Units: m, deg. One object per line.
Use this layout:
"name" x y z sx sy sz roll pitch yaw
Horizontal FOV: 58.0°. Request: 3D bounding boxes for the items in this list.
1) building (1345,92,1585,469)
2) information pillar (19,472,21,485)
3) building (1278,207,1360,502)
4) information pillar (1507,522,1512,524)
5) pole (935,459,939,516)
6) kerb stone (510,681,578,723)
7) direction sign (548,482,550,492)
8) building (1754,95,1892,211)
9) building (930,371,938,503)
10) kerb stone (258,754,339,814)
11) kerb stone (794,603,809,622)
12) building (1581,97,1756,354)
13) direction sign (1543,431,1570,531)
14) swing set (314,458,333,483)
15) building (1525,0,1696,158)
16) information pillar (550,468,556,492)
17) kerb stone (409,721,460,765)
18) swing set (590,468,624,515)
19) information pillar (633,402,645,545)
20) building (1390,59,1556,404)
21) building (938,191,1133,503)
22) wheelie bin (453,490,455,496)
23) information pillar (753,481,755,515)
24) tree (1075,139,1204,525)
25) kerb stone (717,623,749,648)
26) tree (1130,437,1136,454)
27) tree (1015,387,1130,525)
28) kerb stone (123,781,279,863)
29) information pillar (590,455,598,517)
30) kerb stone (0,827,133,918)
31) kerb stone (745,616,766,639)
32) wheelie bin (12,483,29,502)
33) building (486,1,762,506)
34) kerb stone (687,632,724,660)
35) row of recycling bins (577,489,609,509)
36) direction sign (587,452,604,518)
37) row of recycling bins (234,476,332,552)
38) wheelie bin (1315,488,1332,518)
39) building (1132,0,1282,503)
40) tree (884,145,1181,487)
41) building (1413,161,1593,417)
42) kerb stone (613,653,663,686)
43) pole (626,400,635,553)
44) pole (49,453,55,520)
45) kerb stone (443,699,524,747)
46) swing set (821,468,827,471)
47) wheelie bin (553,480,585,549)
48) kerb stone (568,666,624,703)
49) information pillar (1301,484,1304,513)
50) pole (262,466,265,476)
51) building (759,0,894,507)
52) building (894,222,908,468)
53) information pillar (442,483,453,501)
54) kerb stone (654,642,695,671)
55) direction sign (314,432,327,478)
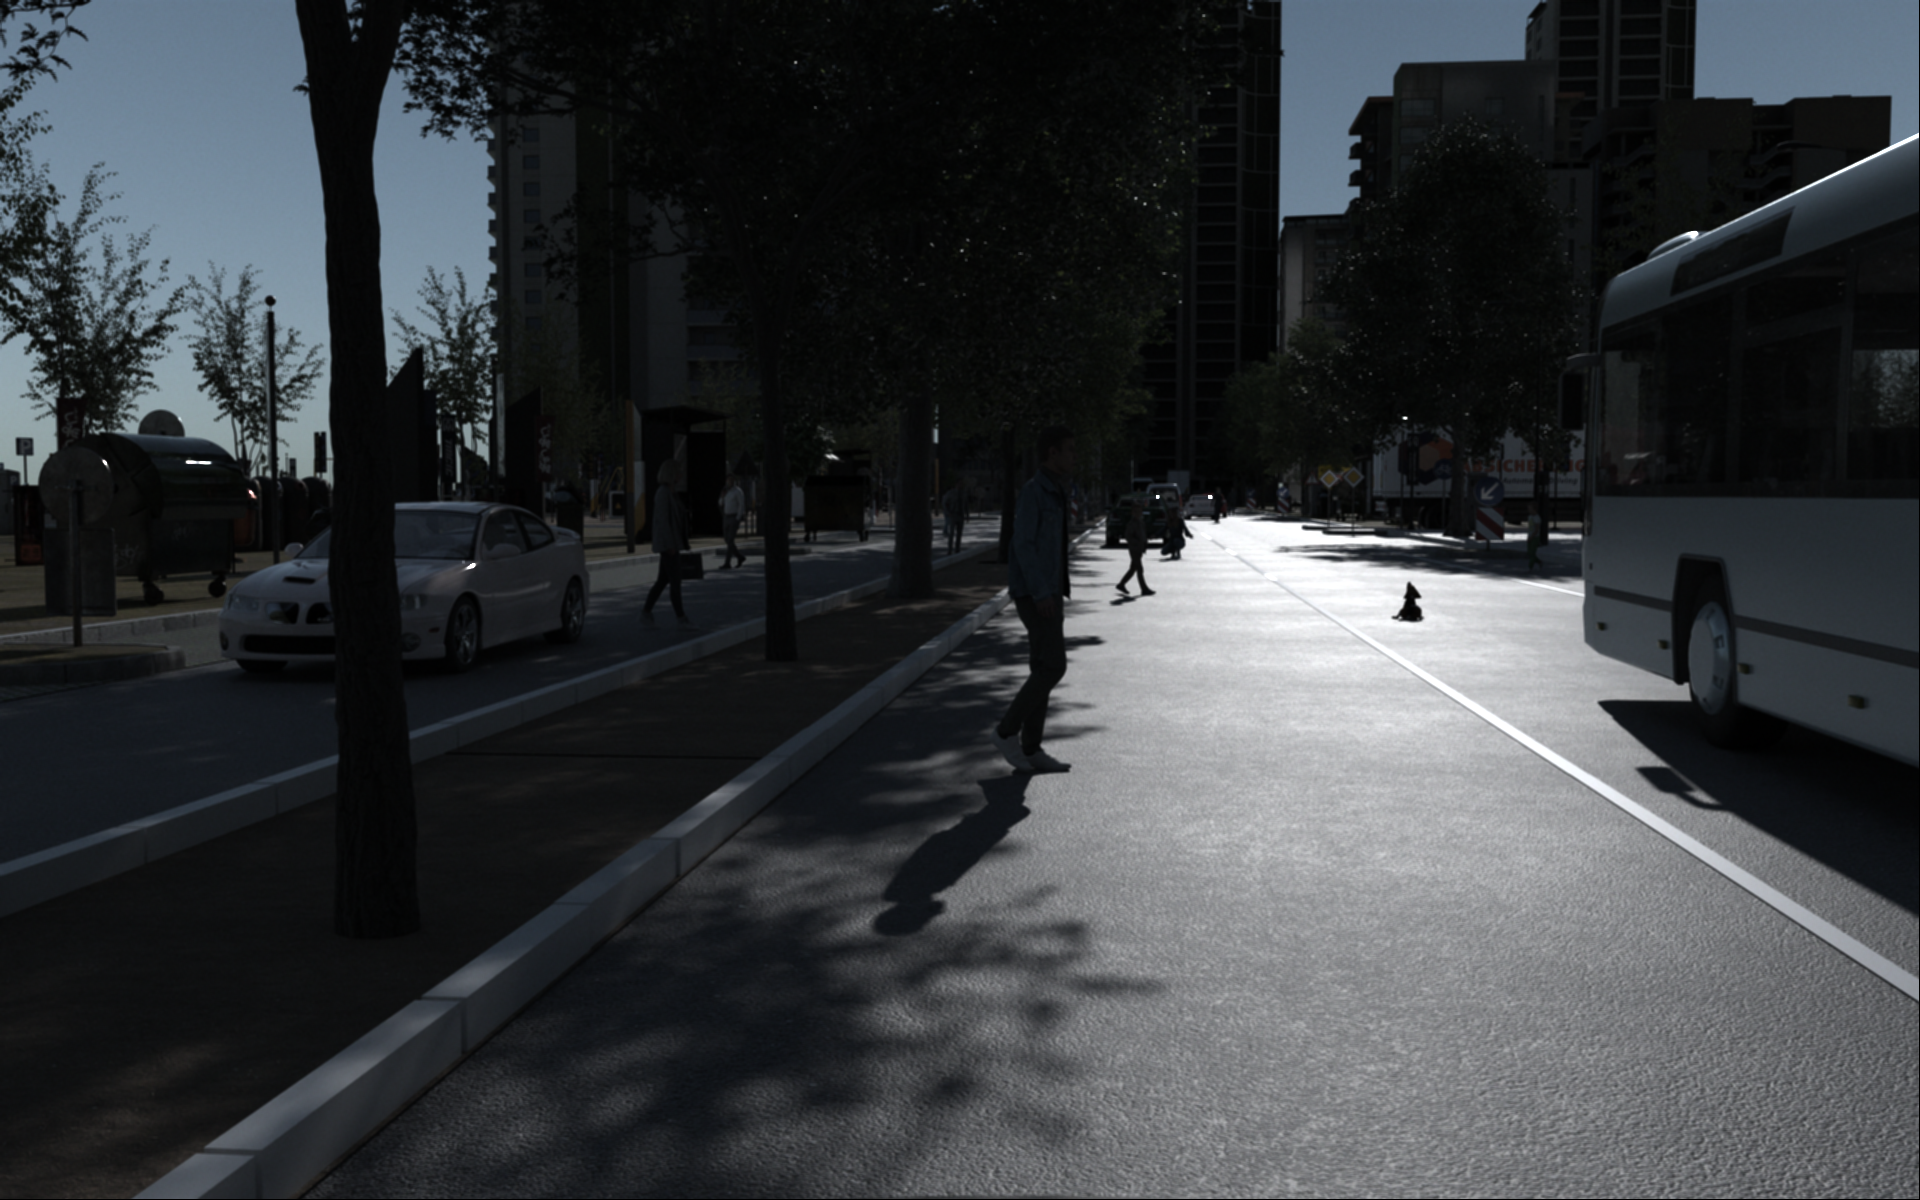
"building" 53.957 -32.639 188.279 22.147 44.769 28.867 0 4 6
"information pillar" -31.800 -3.293 58.328 0.304 2.012 0.304 -1 4 -23
"building" 52.728 -34.413 246.238 14.086 41.232 14.154 0 4 6
"information pillar" 23.908 -4.307 74.904 0.304 2.012 0.304 -1 4 -15
"pole" -1.334 -6.493 100.009 0.158 3.312 0.155 0 3 0
"kerb stone" -2.720 0.670 11.248 0.120 0.150 1.000 0 4 6
"direction sign" -35.247 -9.588 148.760 0.379 3.537 0.876 -2 4 -29
"building" 92.133 -33.159 192.256 14.200 45.320 14.600 0 4 6
"building" -16.080 -41.036 260.173 27.495 52.752 28.713 0 4 6
"kerb stone" -3.039 0.856 8.199 0.120 0.150 1.000 0 4 6
"kerb stone" -1.870 0.171 19.407 0.120 0.150 1.000 0 4 6
"building" 77.961 -33.220 193.253 14.200 45.320 14.600 0 4 6
"direction sign" 20.961 -4.215 60.913 0.876 3.537 0.379 1 4 17
"swing set" -26.706 -4.803 76.152 3.119 2.851 2.862 -1 4 -17
"building" 91.893 -49.310 244.473 20.611 71.187 20.563 0 4 6
"information pillar" -32.684 -9.031 139.015 0.504 3.616 0.183 0 3 0
"kerb stone" -2.929 0.797 9.215 0.120 0.150 1.000 0 4 6
"swing set" -20.102 -6.471 103.429 2.862 2.851 3.119 0 4 2
"information pillar" -8.146 -3.217 43.949 0.183 3.616 0.504 -2 4 -35
"building" 48.515 -29.591 167.399 14.154 41.232 14.086 0 4 6
"building" 11.184 -43.479 252.881 28.212 58.520 21.231 0 4 6
"wheelie bin" -41.722 -8.235 142.555 0.693 1.594 0.980 1 4 16
"information pillar" -12.941 -7.176 108.679 0.183 3.616 0.504 -1 4 -12
"tree" 5.904 -14.381 93.473 12.611 20.169 13.585 0 3 0
"kerb stone" -2.189 0.357 16.353 0.120 0.150 1.000 0 4 6
"tree" 11.051 -10.796 129.328 4.737 8.622 4.395 0 3 0
"tree" 4.686 -7.266 71.618 4.737 8.622 4.395 0 3 0
"kerb stone" -3.143 0.920 7.181 0.120 0.150 1.000 0 4 6
"information pillar" -20.370 -6.420 96.327 0.504 3.616 0.183 2 4 34
"kerb stone" -3.246 0.981 6.164 0.120 0.150 1.000 0 4 6
"kerb stone" -2.081 0.295 17.369 0.120 0.150 1.000 0 4 6
"wheelie bin" -26.933 -2.573 49.976 0.693 1.594 0.980 -3 4 -36
"building" -39.476 -40.410 202.700 28.212 58.520 21.231 0 4 6
"kerb stone" -2.288 0.420 15.336 0.120 0.150 1.000 0 4 6
"row of recycling bins" -31.787 -8.725 149.769 3.534 1.692 1.069 1 4 17
"direction sign" -19.523 -6.160 92.718 0.876 3.537 0.379 0 4 -5
"row of recycling bins" -15.646 -1.990 39.650 1.069 1.692 3.534 1 4 13
"wheelie bin" 19.300 -5.144 92.014 0.693 1.594 0.980 -1 4 -15
"building" 35.433 -49.629 249.680 20.611 71.187 20.563 0 4 6
"tree" 1.661 -7.536 43.804 7.486 12.596 7.792 0 3 0
"building" 46.995 -23.350 153.466 14.160 30.474 14.107 0 4 6
"kerb stone" -2.498 0.544 13.299 0.120 0.150 1.000 0 4 6
"pole" -7.165 -2.679 37.642 0.158 3.312 0.155 0 3 0
"pole" -45.434 -5.678 86.683 0.158 3.312 0.155 0 3 0
"kerb stone" -2.825 0.732 10.232 0.120 0.150 1.000 0 4 6
"swing set" -8.405 -6.606 105.620 2.862 2.851 3.119 0 4 3
"wheelie bin" -8.523 -1.829 37.806 0.693 1.594 0.980 -1 4 -12
"kerb stone" -2.607 0.608 12.276 0.120 0.150 1.000 0 4 6
"information pillar" 23.276 -6.892 117.177 0.304 2.012 0.304 3 5 42
"pole" -51.294 -8.185 127.674 0.158 3.312 0.155 0 3 0
"building" -18.617 -37.911 161.844 21.231 58.520 28.212 0 4 6
"building" -15.053 -46.531 199.038 20.611 71.187 20.563 0 4 6
"information pillar" -15.365 -2.903 51.949 0.304 2.012 0.304 -1 4 -21
"kerb stone" -2.397 0.485 14.320 0.120 0.150 1.000 0 4 6
"direction sign" -23.320 -4.356 63.216 0.876 3.537 0.379 3 5 44
